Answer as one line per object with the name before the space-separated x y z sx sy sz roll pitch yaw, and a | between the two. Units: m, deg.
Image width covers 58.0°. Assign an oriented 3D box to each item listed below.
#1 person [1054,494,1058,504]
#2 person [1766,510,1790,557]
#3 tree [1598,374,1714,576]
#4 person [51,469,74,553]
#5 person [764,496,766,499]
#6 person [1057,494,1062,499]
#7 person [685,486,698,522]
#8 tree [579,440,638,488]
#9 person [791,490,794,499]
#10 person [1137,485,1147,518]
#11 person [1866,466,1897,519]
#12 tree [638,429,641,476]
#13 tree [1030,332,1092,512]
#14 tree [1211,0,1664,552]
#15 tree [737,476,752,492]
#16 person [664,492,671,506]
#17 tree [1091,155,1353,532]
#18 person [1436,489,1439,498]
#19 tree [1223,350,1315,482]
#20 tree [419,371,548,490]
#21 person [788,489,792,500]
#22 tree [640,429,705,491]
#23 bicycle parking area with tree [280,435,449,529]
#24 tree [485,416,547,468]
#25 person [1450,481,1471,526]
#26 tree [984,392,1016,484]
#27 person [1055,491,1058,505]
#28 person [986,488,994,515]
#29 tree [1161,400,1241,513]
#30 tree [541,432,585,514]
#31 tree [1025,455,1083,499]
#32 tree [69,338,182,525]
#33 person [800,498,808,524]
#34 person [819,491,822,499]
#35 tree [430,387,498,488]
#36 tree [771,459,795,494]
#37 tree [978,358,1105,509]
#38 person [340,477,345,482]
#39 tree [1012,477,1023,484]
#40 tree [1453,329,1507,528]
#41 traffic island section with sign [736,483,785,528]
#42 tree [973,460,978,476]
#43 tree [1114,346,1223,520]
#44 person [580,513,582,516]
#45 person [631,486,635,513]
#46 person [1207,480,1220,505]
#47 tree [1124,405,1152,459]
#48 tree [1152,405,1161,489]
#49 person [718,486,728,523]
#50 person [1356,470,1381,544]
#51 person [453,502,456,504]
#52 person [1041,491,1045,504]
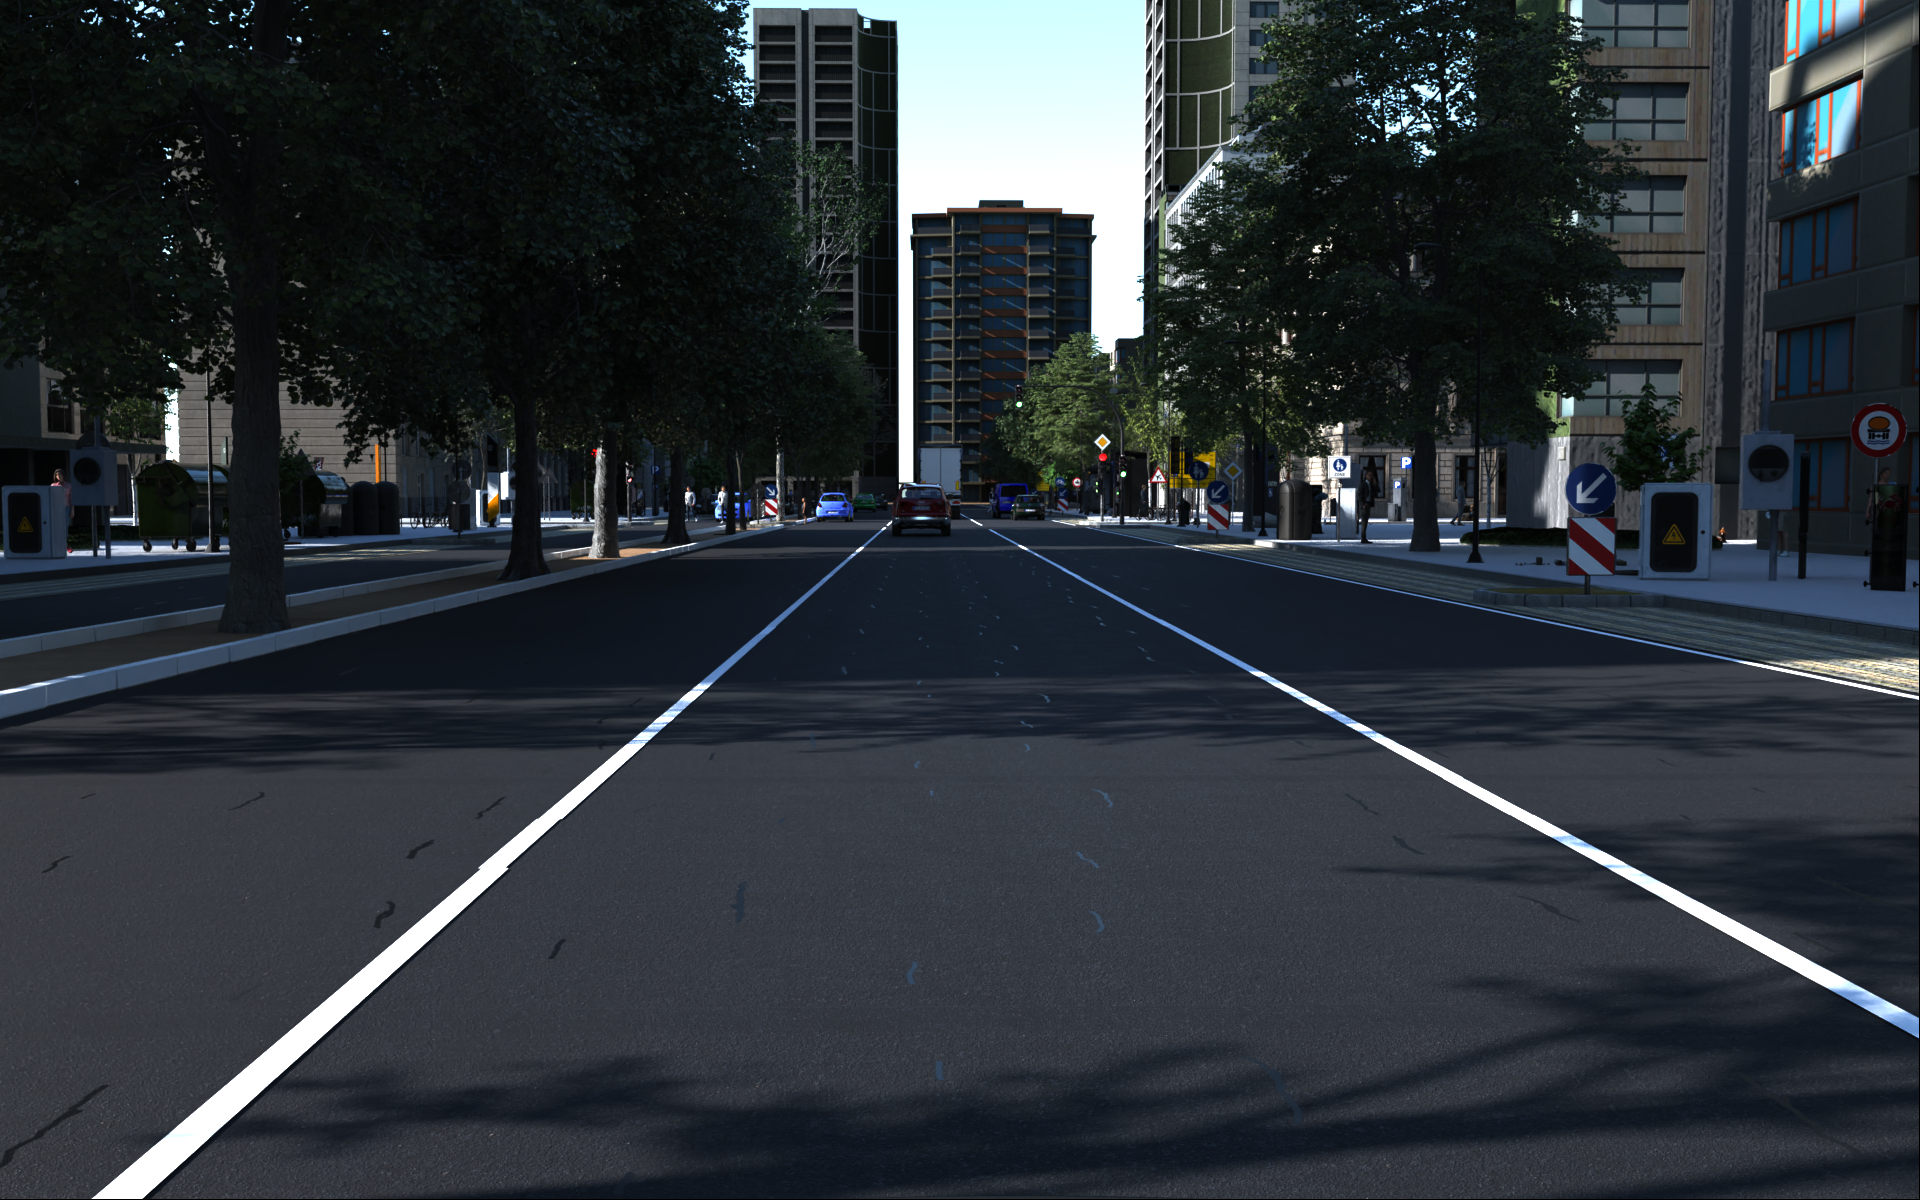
person | 9.783 -10.363 178.663 0.799 1.438 0.628 2 4 31
person | 16.850 -1.811 35.619 0.580 1.828 0.573 3 5 45
tree | 10.789 -2.011 27.478 1.663 3.219 1.824 0 3 0
person | -19.491 -1.925 37.525 0.555 1.821 0.388 -2 4 -33
person | -22.333 -11.668 197.501 0.721 1.739 1.217 1 4 10
person | 10.337 -10.591 179.924 1.217 1.735 0.721 -2 4 -23
person | -14.014 -5.005 90.183 0.661 1.843 0.795 2 4 31
tree | -26.389 -10.633 124.208 4.737 8.622 4.395 0 3 0
person | -20.970 -12.827 215.896 0.705 1.807 1.348 1 4 10
person | 9.617 -5.173 91.050 0.534 1.772 0.576 -2 4 -32
person | 17.700 -1.660 33.271 0.616 1.811 0.778 1 4 11
tree | -25.833 -11.028 130.674 4.737 8.622 4.395 0 3 0
tree | 8.373 -12.455 121.759 7.486 12.596 7.792 0 3 0
tree | 10.491 -8.053 38.323 9.857 13.997 8.962 0 3 0
tree | -20.177 -10.301 163.026 1.663 3.219 1.824 0 3 0
person | -28.749 -10.151 172.031 1.348 1.822 0.705 -1 4 -14
tree | 9.448 -8.617 59.012 7.486 12.596 7.792 0 3 0
person | 15.061 -3.027 55.806 0.793 1.790 0.793 0 4 7
tree | 15.905 -8.259 85.402 4.737 8.622 4.395 0 3 0
tree | -25.102 -9.626 91.793 7.601 10.594 8.767 0 4 3
person | -19.860 -11.984 201.854 0.599 1.838 0.709 2 4 31
tree | -18.944 -10.214 117.359 4.737 8.622 4.395 0 3 0
bicycle parking area with tree | -23.527 -4.700 63.851 8.231 4.147 9.016 1 4 21
tree | -25.662 -9.252 101.633 4.737 8.622 4.395 0 3 0
person | 20.364 -3.927 70.374 0.853 1.813 0.709 0 4 5
tree | 7.302 -17.748 196.840 9.857 13.997 8.962 0 3 0
person | 11.012 -11.629 196.890 0.721 1.735 1.217 -1 4 -15
person | 2.045 -6.353 112.243 0.818 1.842 0.514 1 4 9
tree | 16.436 -10.081 115.188 4.360 8.622 3.978 0 3 0
tree | -24.451 -9.708 109.080 4.360 8.622 3.978 0 3 0
tree | 8.371 -9.446 138.156 4.285 4.588 4.351 0 3 0
tree | -31.004 -6.998 64.777 4.737 8.622 4.395 0 3 0
person | -7.400 -4.221 82.182 0.373 1.253 0.362 0 4 -3
person | -13.265 -9.509 164.647 0.621 1.740 0.551 -2 4 -30
tree | -24.425 -8.248 85.220 4.360 8.622 3.978 0 3 0
tree | -19.724 -14.960 194.956 4.737 8.622 4.395 0 3 0
tree | 7.711 -14.048 146.688 9.611 12.733 9.660 0 3 0
person | -20.114 -3.111 56.760 0.795 1.843 0.661 0 4 3
tree | 7.159 -12.537 188.686 4.285 4.588 4.351 0 3 0
tree | 20.128 -7.020 65.132 4.360 8.622 3.978 0 3 0
traffic island section with sign | -8.526 -3.940 72.557 2.006 1.907 1.989 0 4 -1
tree | 7.672 -15.467 169.886 9.611 12.733 9.660 0 3 0
tree | 9.756 -8.338 86.685 4.737 8.622 4.395 0 3 0
person | -22.062 -5.847 101.986 0.599 1.781 0.374 -1 4 -16
person | -21.924 -6.680 115.356 0.767 1.812 0.694 2 4 30
person | 9.597 -3.590 64.957 0.641 1.798 0.478 -1 4 -9
tree | 14.791 -11.333 135.657 4.360 8.622 3.978 0 3 0
tree | 16.450 -10.804 127.007 4.360 8.622 3.978 0 3 0
person | -11.537 -4.683 84.905 0.661 1.843 0.795 0 4 8
person | 10.649 -2.430 45.136 0.474 1.900 0.648 3 4 39
person | -20.668 -3.979 71.219 0.709 1.813 0.853 3 5 44
person | 8.557 -10.415 177.272 0.436 1.711 0.756 1 4 17
